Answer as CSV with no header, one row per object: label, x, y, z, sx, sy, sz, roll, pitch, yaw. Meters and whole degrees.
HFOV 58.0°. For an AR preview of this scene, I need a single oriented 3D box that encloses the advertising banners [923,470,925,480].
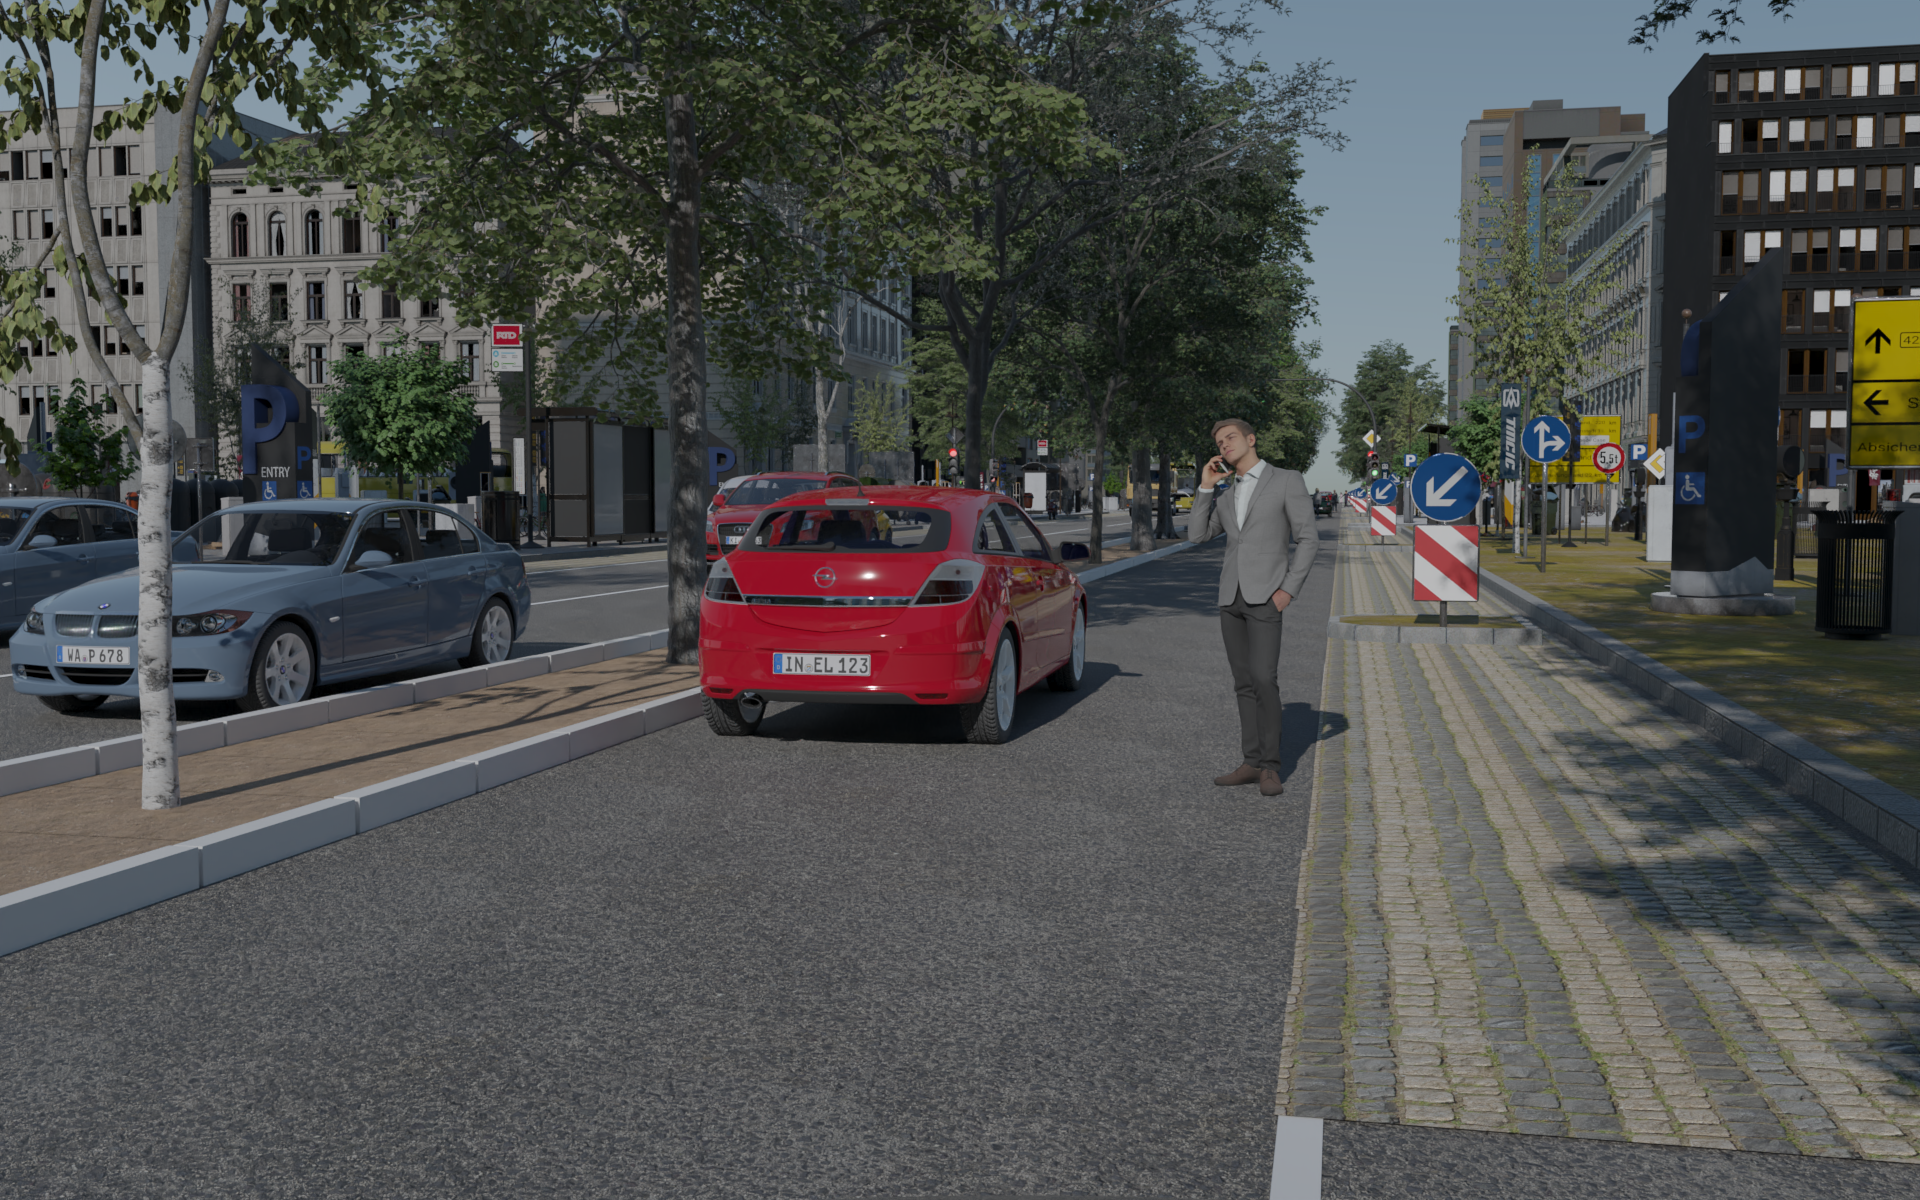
advertising banners,-2.977,-7.888,125.149,0.090,3.025,2.074,1,4,23

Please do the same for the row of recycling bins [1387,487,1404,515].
row of recycling bins,26.640,-6.036,105.802,1.069,1.692,3.534,1,4,16

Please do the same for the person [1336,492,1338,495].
person,63.660,-17.345,293.013,0.541,1.710,0.530,2,4,30

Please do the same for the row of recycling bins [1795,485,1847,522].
row of recycling bins,39.829,-4.538,81.315,3.534,1.692,1.069,1,4,22

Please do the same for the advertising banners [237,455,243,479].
advertising banners,-31.228,-4.953,77.175,2.074,3.025,0.090,0,4,8

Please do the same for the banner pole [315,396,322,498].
banner pole,-16.278,-3.302,44.011,0.401,3.779,0.863,-1,4,-18

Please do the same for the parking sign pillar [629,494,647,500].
parking sign pillar,-9.683,-4.015,54.119,1.447,3.967,1.447,1,4,20

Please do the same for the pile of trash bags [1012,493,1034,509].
pile of trash bags,2.828,-5.575,100.899,3.447,1.369,1.912,2,4,35

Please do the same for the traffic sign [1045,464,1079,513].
traffic sign,6.799,-7.439,115.495,2.265,3.308,0.079,1,4,13

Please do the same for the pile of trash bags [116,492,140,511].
pile of trash bags,-33.447,-3.641,69.288,1.912,1.369,3.447,-3,5,-39

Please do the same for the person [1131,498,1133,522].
person,8.033,-4.287,78.936,0.601,1.785,0.444,-3,5,-44

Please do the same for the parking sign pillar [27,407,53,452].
parking sign pillar,-28.779,-4.019,54.186,1.447,3.967,1.447,-3,5,-40

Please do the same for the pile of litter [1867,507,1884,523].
pile of litter,39.235,-3.661,73.822,1.719,0.858,1.176,-1,4,-17

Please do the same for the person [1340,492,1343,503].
person,60.501,-16.250,274.863,0.551,1.740,0.621,1,4,12

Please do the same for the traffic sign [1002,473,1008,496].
traffic sign,2.877,-6.425,105.160,0.768,2.556,0.104,1,4,21

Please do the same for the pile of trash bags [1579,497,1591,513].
pile of trash bags,42.439,-6.712,119.497,1.912,1.369,3.447,1,4,15

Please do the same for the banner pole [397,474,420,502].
banner pole,-16.555,-3.801,52.158,0.863,3.779,0.401,0,4,0

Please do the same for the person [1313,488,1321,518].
person,21.097,-5.744,102.589,0.709,1.800,0.728,-1,4,-12

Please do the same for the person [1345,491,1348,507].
person,39.205,-10.172,175.727,0.530,1.710,0.541,3,5,40

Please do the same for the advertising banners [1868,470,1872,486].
advertising banners,29.483,-3.573,54.612,0.090,3.025,2.074,-2,4,-25

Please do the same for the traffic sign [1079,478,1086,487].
traffic sign,9.639,-8.446,138.196,0.768,2.556,0.104,1,4,17

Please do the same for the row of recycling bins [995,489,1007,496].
row of recycling bins,2.314,-8.120,139.882,3.534,1.692,1.069,-1,4,-14

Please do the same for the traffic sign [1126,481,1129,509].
traffic sign,14.939,-9.366,153.238,0.768,2.556,0.104,1,4,19

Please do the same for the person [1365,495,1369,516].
person,25.041,-5.954,106.022,0.466,1.800,0.511,1,4,23

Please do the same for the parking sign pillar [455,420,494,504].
parking sign pillar,-17.823,-4.594,63.581,1.447,3.967,1.447,0,4,6

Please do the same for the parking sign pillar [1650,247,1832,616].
parking sign pillar,8.318,-1.854,18.792,1.447,3.967,1.447,-2,4,-34

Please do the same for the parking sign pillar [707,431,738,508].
parking sign pillar,-9.858,-5.092,71.732,1.447,3.967,1.447,-1,4,-21

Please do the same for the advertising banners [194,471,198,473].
advertising banners,-35.512,-5.078,79.208,0.090,3.025,2.074,2,4,33

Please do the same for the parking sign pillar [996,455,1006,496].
parking sign pillar,2.693,-7.638,113.347,1.447,3.967,1.447,-1,4,-8

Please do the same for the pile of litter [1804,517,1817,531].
pile of litter,30.125,-2.829,60.220,1.176,0.858,1.719,0,4,-5

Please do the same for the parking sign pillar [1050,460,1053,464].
parking sign pillar,7.255,-9.145,137.997,1.447,3.967,1.447,-1,4,-14

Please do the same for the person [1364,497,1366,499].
person,33.226,-8.079,141.599,0.522,1.701,0.512,1,4,10

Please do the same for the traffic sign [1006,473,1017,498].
traffic sign,3.013,-6.342,103.802,0.768,2.556,0.104,1,4,15

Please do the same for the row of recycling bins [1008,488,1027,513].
row of recycling bins,4.624,-6.898,119.890,1.069,1.692,3.534,2,4,25

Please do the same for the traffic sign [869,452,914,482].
traffic sign,-3.296,-5.459,83.135,2.265,3.308,0.079,1,4,16

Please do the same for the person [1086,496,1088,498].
person,17.534,-13.906,235.996,0.705,1.807,1.348,2,4,26

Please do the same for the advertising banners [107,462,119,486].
advertising banners,-26.690,-3.499,53.404,0.090,3.025,2.074,1,4,22

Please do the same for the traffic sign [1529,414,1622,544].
traffic sign,15.775,-3.096,44.498,2.265,3.308,0.079,1,4,14

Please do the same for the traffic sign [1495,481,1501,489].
traffic sign,26.834,-5.302,86.788,0.768,2.556,0.104,1,4,22

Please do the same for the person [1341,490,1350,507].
person,42.622,-11.204,191.310,1.348,1.869,0.705,-1,4,-19

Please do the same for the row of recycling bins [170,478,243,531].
row of recycling bins,-20.149,-2.406,46.456,1.069,1.692,3.534,1,4,15

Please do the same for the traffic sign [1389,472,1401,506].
traffic sign,24.551,-5.965,97.631,0.768,2.556,0.104,1,4,15

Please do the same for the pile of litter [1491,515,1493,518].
pile of litter,28.826,-4.796,92.381,1.176,0.858,1.719,0,4,-3

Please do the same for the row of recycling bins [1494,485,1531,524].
row of recycling bins,23.918,-4.156,75.058,1.069,1.692,3.534,2,4,32

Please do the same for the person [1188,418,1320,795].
person,1.423,0.014,8.451,0.473,1.802,0.592,-2,4,-28

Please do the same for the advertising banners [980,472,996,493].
advertising banners,2.314,-8.628,137.251,2.074,3.025,0.090,-2,4,-28

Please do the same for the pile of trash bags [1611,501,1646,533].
pile of trash bags,23.825,-2.963,58.195,3.447,1.369,1.912,0,4,1

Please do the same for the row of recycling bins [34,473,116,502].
row of recycling bins,-17.733,-1.638,33.898,3.534,1.692,1.069,2,4,34

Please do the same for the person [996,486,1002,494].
person,1.838,-4.481,81.865,0.391,1.810,0.635,0,4,-7

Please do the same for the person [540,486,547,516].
person,-19.627,-4.448,81.478,0.529,1.795,0.600,1,4,15

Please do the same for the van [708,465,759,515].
van,-4.182,-1.748,35.588,2.013,2.044,4.112,1,4,13

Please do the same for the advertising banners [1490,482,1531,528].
advertising banners,20.724,-4.230,65.344,2.074,3.025,0.090,-2,4,-24

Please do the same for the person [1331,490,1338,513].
person,29.117,-7.695,134.727,0.576,1.772,0.534,1,4,14

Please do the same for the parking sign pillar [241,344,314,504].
parking sign pillar,-12.126,-2.586,30.758,1.447,3.967,1.447,2,4,26

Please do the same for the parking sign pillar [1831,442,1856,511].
parking sign pillar,42.301,-5.796,83.237,1.447,3.967,1.447,1,4,8
